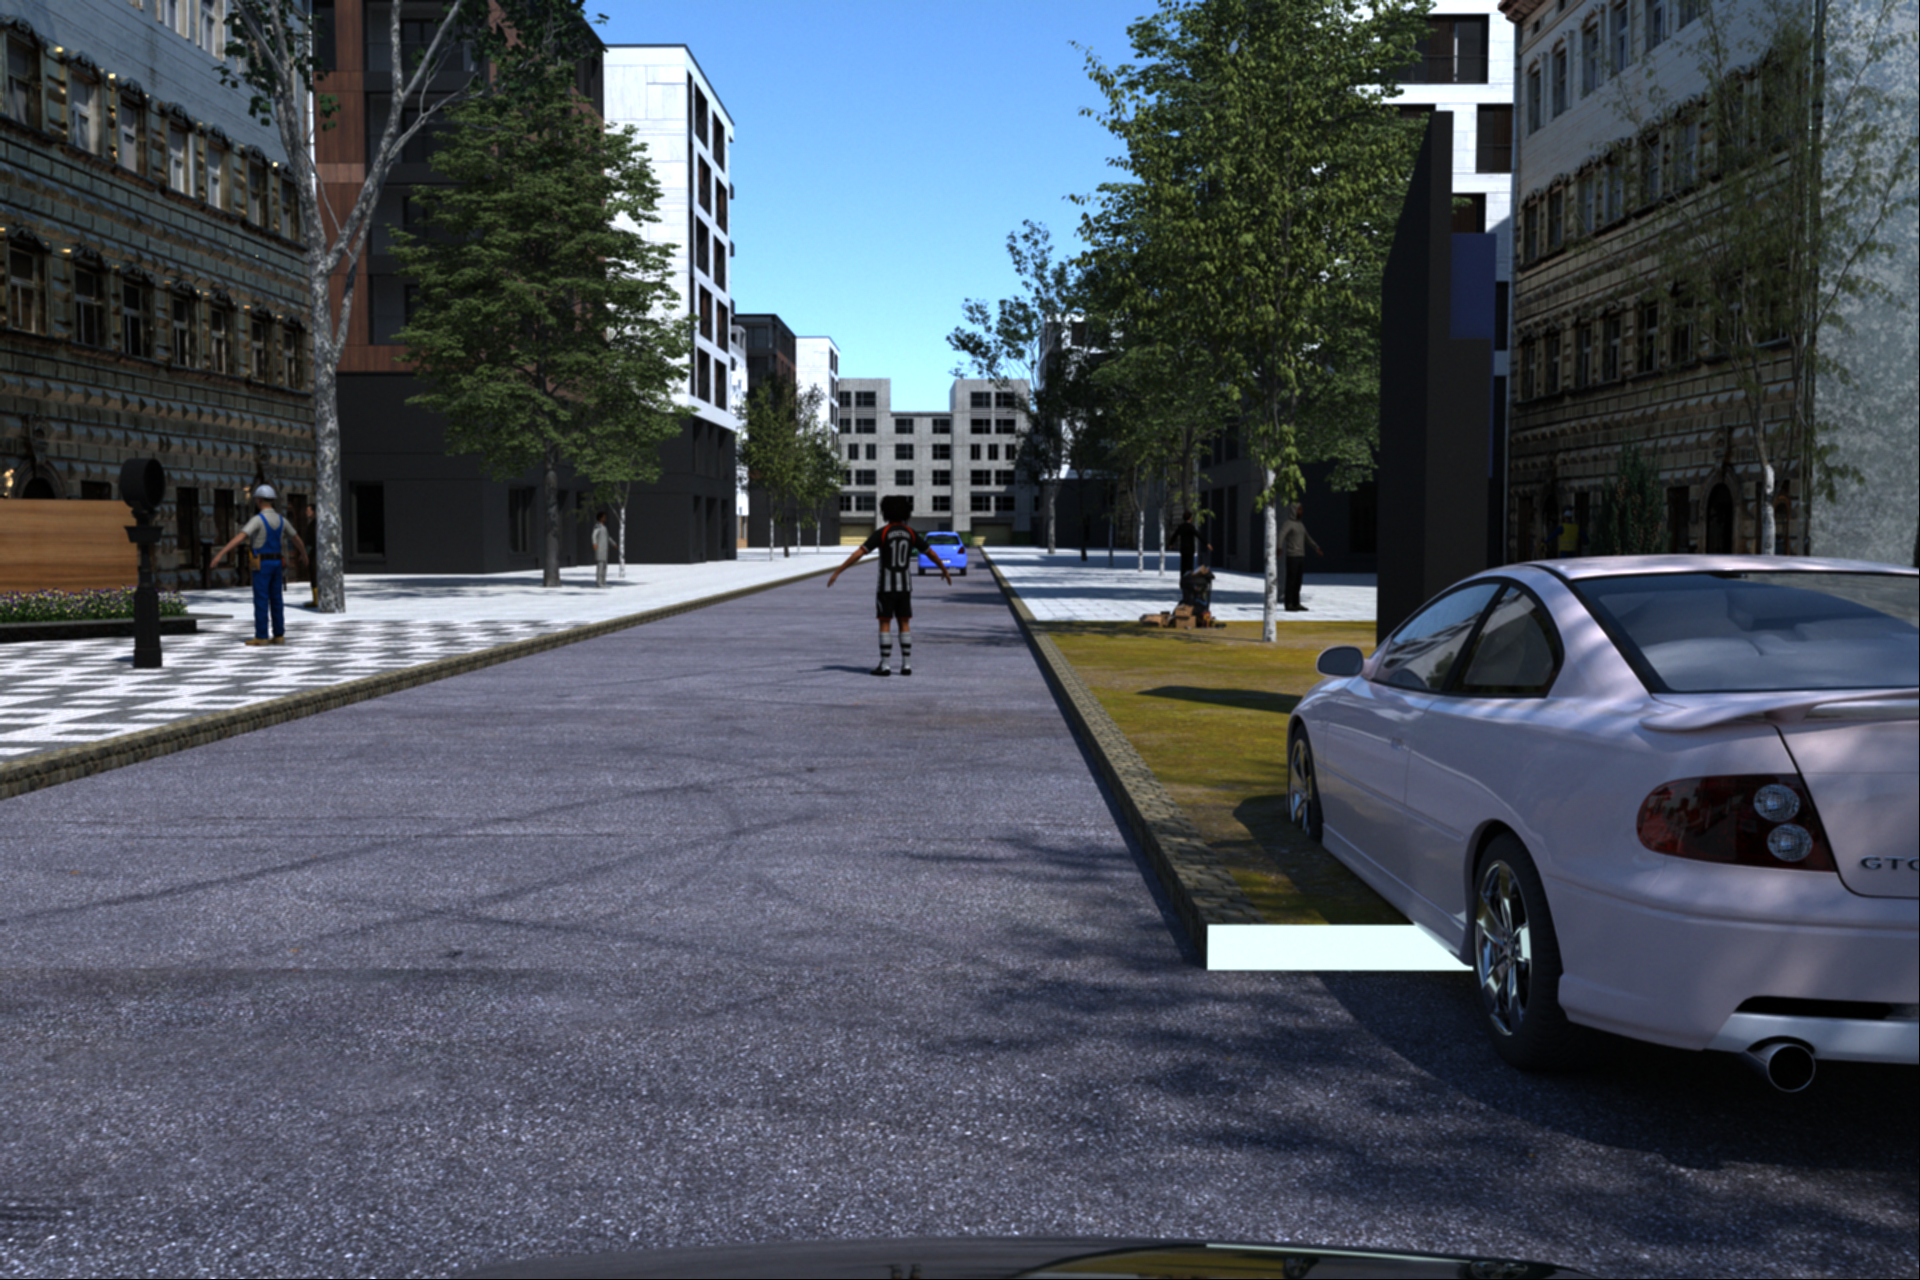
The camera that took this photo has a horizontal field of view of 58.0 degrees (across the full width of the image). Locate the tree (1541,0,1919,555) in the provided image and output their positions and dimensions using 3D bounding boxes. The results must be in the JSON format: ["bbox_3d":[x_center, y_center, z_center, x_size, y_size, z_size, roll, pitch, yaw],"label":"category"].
[{"bbox_3d":[9.517,-4.246,19.786,4.360,8.622,3.978,0,3,0],"label":"tree"}]

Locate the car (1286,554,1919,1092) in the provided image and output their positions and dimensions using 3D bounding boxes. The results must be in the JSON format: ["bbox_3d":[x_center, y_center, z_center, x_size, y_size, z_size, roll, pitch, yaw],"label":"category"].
[{"bbox_3d":[2.381,0.389,6.004,2.083,1.381,4.827,0,3,0],"label":"car"}]

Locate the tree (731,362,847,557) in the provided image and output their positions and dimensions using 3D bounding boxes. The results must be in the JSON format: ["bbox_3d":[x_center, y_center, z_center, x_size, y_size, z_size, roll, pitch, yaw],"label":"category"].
[{"bbox_3d":[-9.837,-9.805,94.728,7.601,10.594,8.767,-2,4,-25],"label":"tree"}]

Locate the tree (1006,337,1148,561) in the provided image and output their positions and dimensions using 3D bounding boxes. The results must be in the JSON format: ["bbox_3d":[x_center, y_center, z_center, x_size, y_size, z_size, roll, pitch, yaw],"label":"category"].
[{"bbox_3d":[5.619,-9.069,82.683,7.601,10.594,8.767,1,4,12],"label":"tree"}]

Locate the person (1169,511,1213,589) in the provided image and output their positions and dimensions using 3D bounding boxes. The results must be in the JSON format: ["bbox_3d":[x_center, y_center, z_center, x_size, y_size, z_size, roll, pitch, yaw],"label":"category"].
[{"bbox_3d":[5.311,-2.087,40.302,0.705,1.806,1.347,-3,4,-38],"label":"person"}]

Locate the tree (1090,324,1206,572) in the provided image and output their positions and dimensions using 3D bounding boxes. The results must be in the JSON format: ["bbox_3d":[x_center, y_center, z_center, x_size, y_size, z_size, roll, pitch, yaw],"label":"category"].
[{"bbox_3d":[5.963,-6.574,57.854,4.360,8.622,3.978,0,3,0],"label":"tree"}]

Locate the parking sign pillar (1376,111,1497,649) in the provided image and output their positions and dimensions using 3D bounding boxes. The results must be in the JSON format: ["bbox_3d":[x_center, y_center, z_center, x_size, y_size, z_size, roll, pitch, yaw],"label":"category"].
[{"bbox_3d":[3.207,-1.425,11.779,1.447,3.967,1.447,0,4,0],"label":"parking sign pillar"}]

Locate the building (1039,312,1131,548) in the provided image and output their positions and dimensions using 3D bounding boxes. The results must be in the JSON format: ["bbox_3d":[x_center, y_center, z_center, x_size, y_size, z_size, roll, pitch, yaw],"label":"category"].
[{"bbox_3d":[21.834,-20.308,176.004,27.936,21.610,32.646,0,4,0],"label":"building"}]

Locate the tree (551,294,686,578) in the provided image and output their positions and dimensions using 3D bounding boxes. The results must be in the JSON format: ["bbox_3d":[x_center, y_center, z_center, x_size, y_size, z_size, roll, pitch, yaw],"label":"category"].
[{"bbox_3d":[-9.926,-6.131,50.608,4.360,8.622,3.978,0,3,0],"label":"tree"}]

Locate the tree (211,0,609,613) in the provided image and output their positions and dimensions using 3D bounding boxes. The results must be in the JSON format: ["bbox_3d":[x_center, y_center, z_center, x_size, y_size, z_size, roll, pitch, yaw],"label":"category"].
[{"bbox_3d":[-9.039,-10.447,26.694,12.611,20.169,13.585,0,3,0],"label":"tree"}]

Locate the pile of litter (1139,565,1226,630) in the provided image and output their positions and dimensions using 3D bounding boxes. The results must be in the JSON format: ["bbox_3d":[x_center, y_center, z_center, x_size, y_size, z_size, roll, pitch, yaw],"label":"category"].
[{"bbox_3d":[3.078,-0.616,24.044,1.176,0.858,1.719,0,4,-2],"label":"pile of litter"}]

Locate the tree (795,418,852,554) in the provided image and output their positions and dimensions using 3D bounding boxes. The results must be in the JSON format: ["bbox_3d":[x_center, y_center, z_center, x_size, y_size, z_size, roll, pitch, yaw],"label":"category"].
[{"bbox_3d":[-9.022,-9.793,110.484,4.737,8.622,4.395,0,3,0],"label":"tree"}]

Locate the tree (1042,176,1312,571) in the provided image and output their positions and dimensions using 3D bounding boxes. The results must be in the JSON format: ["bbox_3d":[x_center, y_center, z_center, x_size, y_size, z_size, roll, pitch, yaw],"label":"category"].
[{"bbox_3d":[5.617,-6.738,44.572,7.601,10.594,8.767,0,4,-5],"label":"tree"}]

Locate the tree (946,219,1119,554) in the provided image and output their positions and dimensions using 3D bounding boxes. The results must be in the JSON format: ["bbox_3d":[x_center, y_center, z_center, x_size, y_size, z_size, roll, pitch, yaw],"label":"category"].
[{"bbox_3d":[4.459,-15.378,107.319,12.611,20.169,13.585,0,3,0],"label":"tree"}]

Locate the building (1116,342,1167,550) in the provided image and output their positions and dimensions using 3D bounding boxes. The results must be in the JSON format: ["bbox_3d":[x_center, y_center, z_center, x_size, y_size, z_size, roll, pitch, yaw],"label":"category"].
[{"bbox_3d":[23.402,-19.338,147.105,19.493,23.208,18.063,0,4,0],"label":"building"}]

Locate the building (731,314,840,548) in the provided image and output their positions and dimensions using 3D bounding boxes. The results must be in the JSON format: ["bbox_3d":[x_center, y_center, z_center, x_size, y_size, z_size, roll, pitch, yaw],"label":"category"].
[{"bbox_3d":[-27.454,-20.384,177.244,27.936,21.610,32.646,0,4,1],"label":"building"}]

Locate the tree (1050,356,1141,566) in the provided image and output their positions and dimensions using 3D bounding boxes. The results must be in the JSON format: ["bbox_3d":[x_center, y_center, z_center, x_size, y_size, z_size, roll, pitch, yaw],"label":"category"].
[{"bbox_3d":[6.088,-7.243,68.779,4.360,8.622,3.978,0,3,0],"label":"tree"}]

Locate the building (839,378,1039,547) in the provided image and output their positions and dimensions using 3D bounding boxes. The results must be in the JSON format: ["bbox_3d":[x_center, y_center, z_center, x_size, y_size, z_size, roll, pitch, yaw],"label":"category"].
[{"bbox_3d":[-0.888,-20.475,203.672,31.486,18.905,16.747,0,4,-3],"label":"building"}]

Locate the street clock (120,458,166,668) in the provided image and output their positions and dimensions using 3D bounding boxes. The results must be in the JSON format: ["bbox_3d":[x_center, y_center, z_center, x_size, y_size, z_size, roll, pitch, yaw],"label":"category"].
[{"bbox_3d":[-7.800,-0.735,16.583,0.358,2.002,0.471,0,3,0],"label":"street clock"}]

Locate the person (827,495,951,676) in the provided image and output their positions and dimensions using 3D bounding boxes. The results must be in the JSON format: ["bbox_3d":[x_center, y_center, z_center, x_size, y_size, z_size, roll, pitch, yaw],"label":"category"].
[{"bbox_3d":[-0.676,-0.546,17.532,1.345,1.843,0.704,-2,4,-24],"label":"person"}]

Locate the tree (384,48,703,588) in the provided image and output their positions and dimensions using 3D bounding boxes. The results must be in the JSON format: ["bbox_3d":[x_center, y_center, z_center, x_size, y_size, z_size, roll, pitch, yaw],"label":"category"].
[{"bbox_3d":[-10.273,-7.551,41.581,7.486,12.596,7.792,0,3,0],"label":"tree"}]

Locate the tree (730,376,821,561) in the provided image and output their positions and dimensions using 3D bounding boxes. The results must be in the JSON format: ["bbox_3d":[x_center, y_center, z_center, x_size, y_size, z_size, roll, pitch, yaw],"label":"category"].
[{"bbox_3d":[-8.657,-8.030,81.658,4.737,8.622,4.395,0,3,0],"label":"tree"}]

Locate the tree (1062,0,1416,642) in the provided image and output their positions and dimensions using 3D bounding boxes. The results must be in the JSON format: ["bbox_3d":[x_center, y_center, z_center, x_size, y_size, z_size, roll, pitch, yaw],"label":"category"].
[{"bbox_3d":[3.461,-4.277,20.294,4.737,8.622,4.395,0,3,0],"label":"tree"}]

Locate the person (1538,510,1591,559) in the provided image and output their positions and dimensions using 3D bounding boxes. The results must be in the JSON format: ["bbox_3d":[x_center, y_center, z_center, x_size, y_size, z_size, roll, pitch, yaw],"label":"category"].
[{"bbox_3d":[14.217,-2.115,40.551,1.349,1.833,0.705,-1,4,-8],"label":"person"}]

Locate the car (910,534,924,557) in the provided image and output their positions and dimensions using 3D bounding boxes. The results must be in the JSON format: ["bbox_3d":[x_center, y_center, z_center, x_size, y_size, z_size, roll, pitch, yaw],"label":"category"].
[{"bbox_3d":[-2.715,-5.041,94.211,2.131,1.459,4.920,0,4,1],"label":"car"}]

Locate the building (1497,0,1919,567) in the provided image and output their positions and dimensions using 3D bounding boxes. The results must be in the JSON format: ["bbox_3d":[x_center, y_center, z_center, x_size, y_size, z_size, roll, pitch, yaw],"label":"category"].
[{"bbox_3d":[25.061,-12.829,40.688,19.493,23.208,18.063,0,4,0],"label":"building"}]

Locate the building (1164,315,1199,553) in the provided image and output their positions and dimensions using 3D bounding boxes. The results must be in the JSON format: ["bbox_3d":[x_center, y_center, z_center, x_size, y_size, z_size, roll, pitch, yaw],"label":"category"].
[{"bbox_3d":[25.526,-18.187,128.289,19.493,23.208,18.063,0,4,0],"label":"building"}]

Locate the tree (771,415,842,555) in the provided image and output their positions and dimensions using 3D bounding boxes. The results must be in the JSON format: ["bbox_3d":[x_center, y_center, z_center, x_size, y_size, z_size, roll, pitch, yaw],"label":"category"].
[{"bbox_3d":[-9.476,-9.394,103.959,4.737,8.622,4.395,0,3,0],"label":"tree"}]

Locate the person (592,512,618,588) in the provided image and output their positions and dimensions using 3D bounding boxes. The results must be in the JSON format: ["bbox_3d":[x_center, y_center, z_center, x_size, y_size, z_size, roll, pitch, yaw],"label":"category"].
[{"bbox_3d":[-8.486,-2.139,41.166,0.705,1.806,1.347,1,4,10],"label":"person"}]

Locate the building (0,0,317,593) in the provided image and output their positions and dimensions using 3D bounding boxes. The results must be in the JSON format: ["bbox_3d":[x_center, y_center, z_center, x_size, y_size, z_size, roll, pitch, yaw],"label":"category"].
[{"bbox_3d":[-26.559,-12.626,37.366,19.493,23.208,18.063,0,4,0],"label":"building"}]

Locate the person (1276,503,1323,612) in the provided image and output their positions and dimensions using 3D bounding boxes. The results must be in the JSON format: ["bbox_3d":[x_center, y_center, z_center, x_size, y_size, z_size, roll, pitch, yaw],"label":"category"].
[{"bbox_3d":[5.588,-1.385,28.779,0.705,1.813,1.348,3,5,43],"label":"person"}]

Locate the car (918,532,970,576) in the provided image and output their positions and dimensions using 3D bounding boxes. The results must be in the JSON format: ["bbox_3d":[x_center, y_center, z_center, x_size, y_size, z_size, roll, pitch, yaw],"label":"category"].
[{"bbox_3d":[-0.613,-3.113,60.486,1.945,1.707,3.694,0,4,-1],"label":"car"}]

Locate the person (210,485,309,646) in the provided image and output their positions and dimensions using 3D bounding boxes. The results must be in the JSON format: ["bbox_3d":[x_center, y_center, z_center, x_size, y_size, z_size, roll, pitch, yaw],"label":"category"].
[{"bbox_3d":[-8.030,-0.866,20.023,0.705,1.847,1.347,2,4,28],"label":"person"}]

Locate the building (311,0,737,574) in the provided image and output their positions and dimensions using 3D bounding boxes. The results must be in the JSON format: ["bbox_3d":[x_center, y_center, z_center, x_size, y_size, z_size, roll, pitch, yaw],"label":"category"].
[{"bbox_3d":[-25.392,-13.867,70.693,27.936,21.610,32.646,0,4,1],"label":"building"}]

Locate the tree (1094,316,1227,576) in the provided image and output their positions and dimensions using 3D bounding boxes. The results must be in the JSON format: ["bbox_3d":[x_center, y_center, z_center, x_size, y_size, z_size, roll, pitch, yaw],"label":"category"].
[{"bbox_3d":[6.090,-6.217,52.017,4.737,8.622,4.395,0,3,0],"label":"tree"}]

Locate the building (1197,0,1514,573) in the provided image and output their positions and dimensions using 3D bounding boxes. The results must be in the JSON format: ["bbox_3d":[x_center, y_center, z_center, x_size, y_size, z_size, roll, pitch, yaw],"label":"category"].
[{"bbox_3d":[23.617,-13.949,72.044,27.936,21.610,32.646,0,4,1],"label":"building"}]

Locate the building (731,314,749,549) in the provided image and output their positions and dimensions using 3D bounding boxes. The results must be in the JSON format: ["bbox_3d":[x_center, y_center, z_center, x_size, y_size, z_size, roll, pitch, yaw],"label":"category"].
[{"bbox_3d":[-24.623,-17.757,146.744,16.016,20.090,11.380,0,4,1],"label":"building"}]

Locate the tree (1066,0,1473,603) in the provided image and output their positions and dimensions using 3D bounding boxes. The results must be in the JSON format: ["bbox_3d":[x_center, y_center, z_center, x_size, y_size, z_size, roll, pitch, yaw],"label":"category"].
[{"bbox_3d":[5.884,-7.000,32.579,7.486,12.596,7.792,0,3,0],"label":"tree"}]

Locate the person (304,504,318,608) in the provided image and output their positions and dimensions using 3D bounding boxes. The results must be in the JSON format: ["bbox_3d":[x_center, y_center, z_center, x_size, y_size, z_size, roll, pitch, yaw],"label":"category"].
[{"bbox_3d":[-11.307,-1.475,30.257,0.704,1.812,1.346,-1,4,-17],"label":"person"}]

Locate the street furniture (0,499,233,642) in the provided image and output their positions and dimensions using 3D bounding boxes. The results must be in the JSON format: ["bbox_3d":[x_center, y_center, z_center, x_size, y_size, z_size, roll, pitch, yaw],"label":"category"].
[{"bbox_3d":[-14.449,-0.850,20.748,11.010,1.723,9.812,3,4,36],"label":"street furniture"}]
